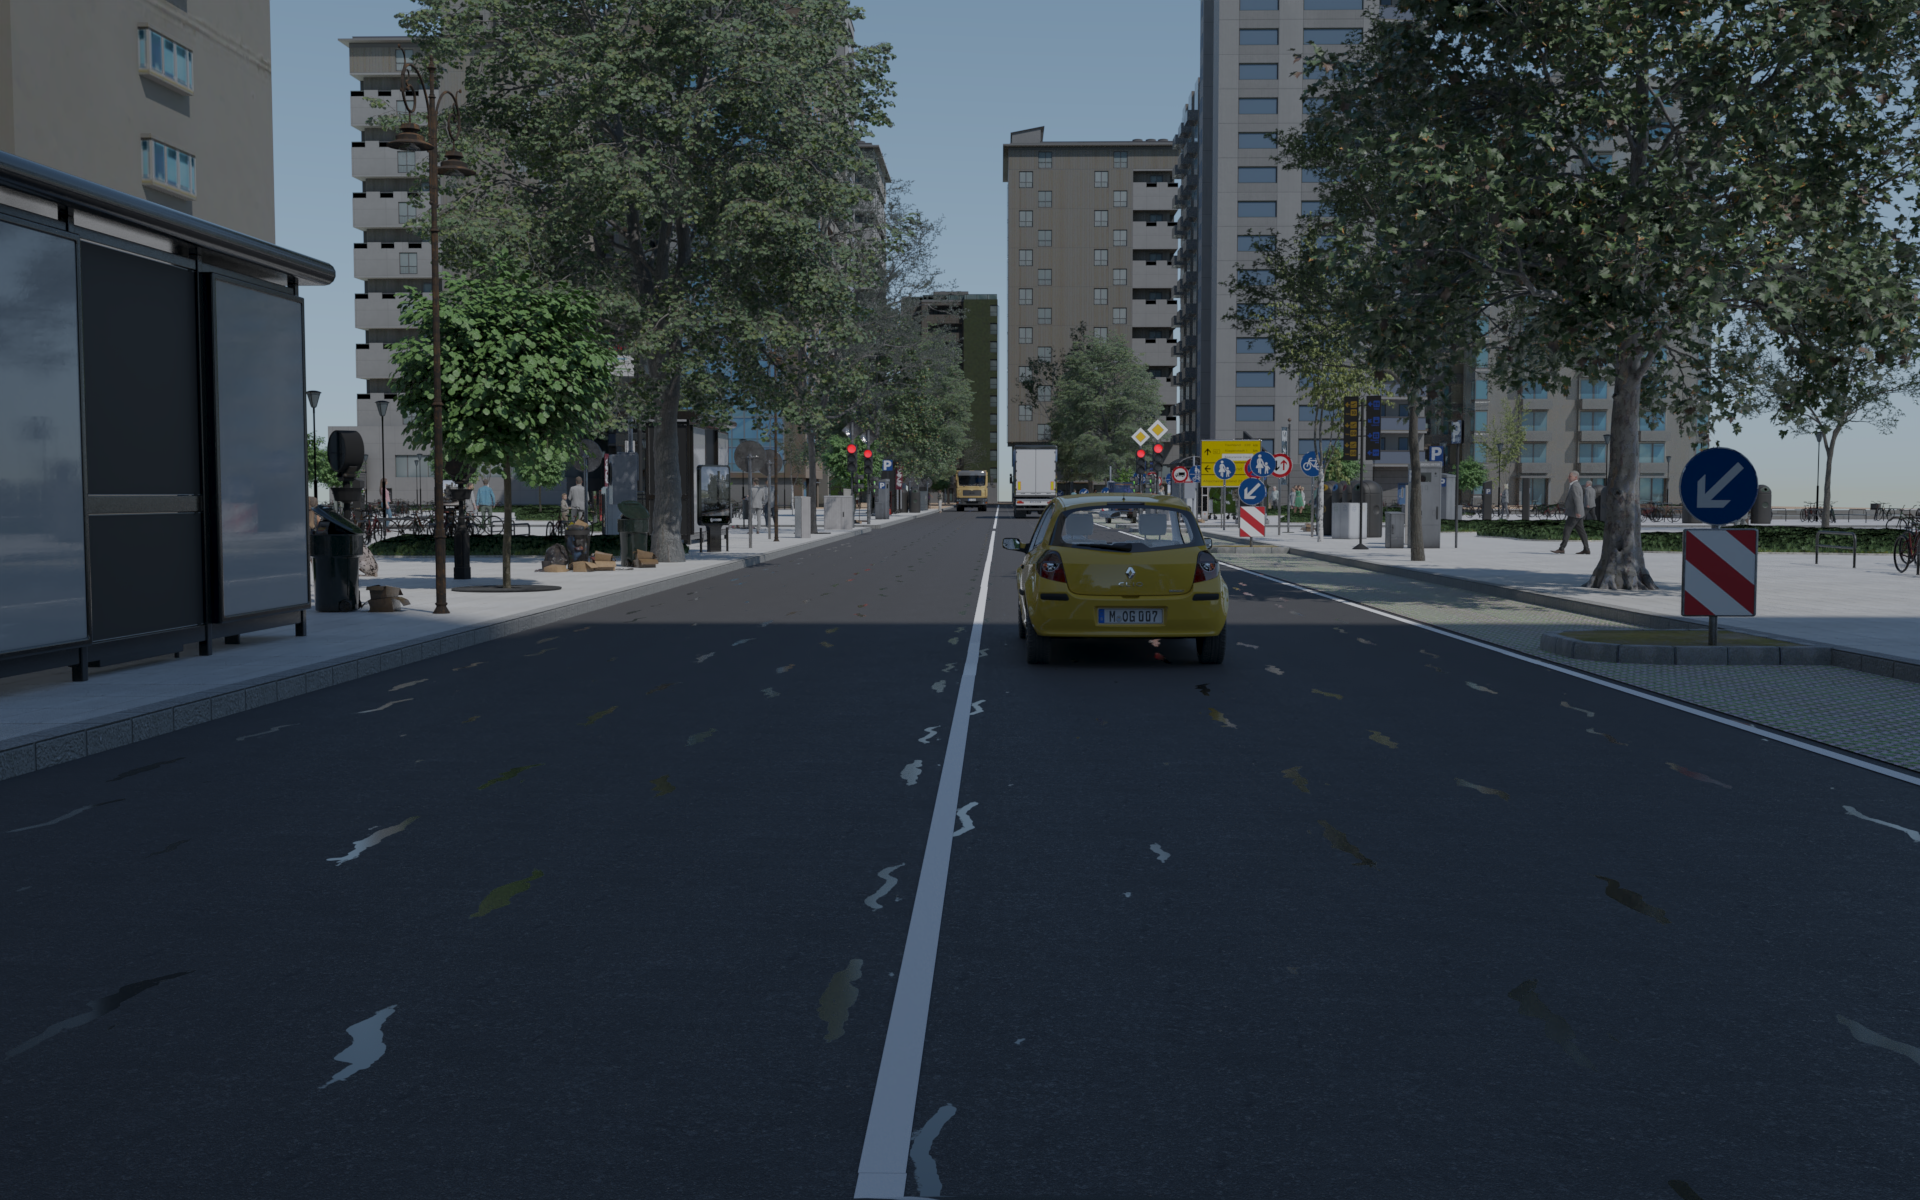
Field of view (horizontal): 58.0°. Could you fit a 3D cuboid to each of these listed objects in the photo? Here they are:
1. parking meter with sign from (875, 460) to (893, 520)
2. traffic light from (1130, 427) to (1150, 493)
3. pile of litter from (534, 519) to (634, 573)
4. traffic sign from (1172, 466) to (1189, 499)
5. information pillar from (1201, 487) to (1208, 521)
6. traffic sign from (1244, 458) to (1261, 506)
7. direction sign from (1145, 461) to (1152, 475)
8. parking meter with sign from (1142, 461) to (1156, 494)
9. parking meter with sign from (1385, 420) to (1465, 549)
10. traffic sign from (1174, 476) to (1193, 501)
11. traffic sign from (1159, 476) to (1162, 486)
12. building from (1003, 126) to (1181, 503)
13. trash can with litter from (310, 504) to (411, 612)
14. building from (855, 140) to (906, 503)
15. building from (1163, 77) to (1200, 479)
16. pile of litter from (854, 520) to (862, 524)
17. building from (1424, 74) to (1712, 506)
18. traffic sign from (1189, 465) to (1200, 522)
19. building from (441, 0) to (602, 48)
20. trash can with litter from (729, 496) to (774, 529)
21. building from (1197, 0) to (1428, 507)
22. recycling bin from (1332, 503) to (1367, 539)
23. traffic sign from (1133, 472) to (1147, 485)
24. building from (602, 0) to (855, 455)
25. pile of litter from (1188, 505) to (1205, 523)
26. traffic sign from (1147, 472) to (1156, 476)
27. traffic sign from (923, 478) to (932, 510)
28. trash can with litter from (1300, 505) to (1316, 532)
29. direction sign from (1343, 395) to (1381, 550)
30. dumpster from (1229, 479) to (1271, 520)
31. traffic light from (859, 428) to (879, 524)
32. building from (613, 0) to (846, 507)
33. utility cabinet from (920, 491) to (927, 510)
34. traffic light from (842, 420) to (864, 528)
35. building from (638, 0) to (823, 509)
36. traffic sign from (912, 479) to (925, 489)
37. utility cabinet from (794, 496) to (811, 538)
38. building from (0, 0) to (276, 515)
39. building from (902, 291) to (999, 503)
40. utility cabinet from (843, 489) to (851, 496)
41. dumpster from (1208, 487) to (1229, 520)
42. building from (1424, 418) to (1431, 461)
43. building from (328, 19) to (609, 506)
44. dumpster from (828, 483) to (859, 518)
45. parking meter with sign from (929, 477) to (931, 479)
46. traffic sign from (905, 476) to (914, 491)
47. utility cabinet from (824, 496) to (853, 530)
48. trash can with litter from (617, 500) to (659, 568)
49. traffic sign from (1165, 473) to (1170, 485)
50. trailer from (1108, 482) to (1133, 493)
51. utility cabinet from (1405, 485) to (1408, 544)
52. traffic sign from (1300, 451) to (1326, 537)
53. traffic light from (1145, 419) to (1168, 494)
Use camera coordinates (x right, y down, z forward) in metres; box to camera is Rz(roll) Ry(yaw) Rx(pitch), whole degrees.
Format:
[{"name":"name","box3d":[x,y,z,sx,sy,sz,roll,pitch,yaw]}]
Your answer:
[{"name":"parking meter with sign","box3d":[-3.880,-5.590,87.649,0.543,3.016,1.738,1,4,13]},{"name":"traffic light","box3d":[7.597,-5.153,73.172,0.839,4.253,0.868,0,4,1]},{"name":"pile of litter","box3d":[-6.257,-0.915,28.924,1.719,0.858,1.176,-1,4,-18]},{"name":"traffic sign","box3d":[9.982,-4.801,78.607,0.768,2.556,0.104,0,4,2]},{"name":"information pillar","box3d":[11.636,-4.762,82.349,0.304,2.012,0.304,0,4,4]},{"name":"traffic sign","box3d":[10.193,-3.654,59.843,0.768,2.556,0.104,0,4,7]},{"name":"direction sign","box3d":[12.693,-7.645,116.998,0.876,3.537,0.379,0,4,-2]},{"name":"parking meter with sign","box3d":[10.182,-5.823,91.474,1.738,3.016,0.543,-3,5,-42]},{"name":"parking meter with sign","box3d":[10.949,-2.729,40.888,1.738,3.016,0.543,0,4,-8]},{"name":"traffic sign","box3d":[10.561,-4.999,81.737,0.884,2.594,0.081,1,4,10]},{"name":"traffic sign","box3d":[13.468,-7.253,118.688,0.768,2.556,0.104,1,4,11]},{"name":"building","box3d":[20.035,-40.780,255.985,27.495,52.752,28.713,0,4,1]},{"name":"trash can with litter","box3d":[-6.578,-0.464,18.966,1.055,1.170,0.624,0,4,-3]},{"name":"building","box3d":[-22.522,-40.858,257.274,27.495,52.752,28.713,0,4,1]},{"name":"building","box3d":[35.951,-35.314,196.999,23.786,49.044,30.456,0,4,1]},{"name":"pile of litter","box3d":[-4.951,-3.741,75.124,1.176,0.858,1.719,-2,4,-28]},{"name":"building","box3d":[69.828,-35.463,199.430,30.456,49.044,23.786,0,4,1]},{"name":"traffic sign","box3d":[10.427,-4.651,76.152,0.768,2.556,0.104,1,4,9]},{"name":"building","box3d":[-62.518,-49.836,253.069,20.611,71.187,20.563,0,4,1]},{"name":"trash can with litter","box3d":[-7.964,-3.252,64.232,1.678,1.210,2.233,-2,4,-28]},{"name":"building","box3d":[33.647,-38.231,167.083,21.231,58.520,28.212,0,4,1]},{"name":"recycling bin","box3d":[11.124,-2.258,49.476,0.722,1.027,0.722,-2,4,-33]},{"name":"traffic sign","box3d":[9.863,-5.805,95.014,0.768,2.556,0.104,1,4,9]},{"name":"building","box3d":[-26.646,-40.406,202.643,28.212,58.520,21.231,0,4,1]},{"name":"pile of litter","box3d":[10.338,-3.880,77.407,1.176,0.858,1.719,0,4,-4]},{"name":"traffic sign","box3d":[11.009,-6.054,99.095,0.768,2.556,0.104,0,4,4]},{"name":"traffic sign","box3d":[-2.543,-8.283,135.525,0.768,2.556,0.104,0,4,8]},{"name":"trash can with litter","box3d":[12.137,-2.900,58.806,1.055,1.170,0.624,-1,4,-13]},{"name":"direction sign","box3d":[9.282,-2.938,40.030,0.876,3.537,0.379,2,4,32]},{"name":"dumpster","box3d":[13.017,-4.573,77.266,1.502,2.255,1.985,0,4,1]},{"name":"traffic light","box3d":[-3.862,-5.168,73.423,0.839,4.253,0.868,0,4,1]},{"name":"building","box3d":[-23.014,-33.704,174.756,21.300,48.544,21.600,0,4,1]},{"name":"utility cabinet","box3d":[-3.140,-7.681,134.259,1.173,1.500,0.318,0,4,-8]},{"name":"traffic light","box3d":[-4.048,-4.680,65.440,0.839,4.253,0.868,0,4,1]},{"name":"building","box3d":[-20.150,-30.986,156.730,14.600,45.320,14.200,0,4,1]},{"name":"traffic sign","box3d":[-2.961,-7.536,123.220,0.884,2.594,0.081,0,4,3]},{"name":"utility cabinet","box3d":[-4.596,-2.415,50.644,0.306,1.237,1.020,-1,4,-16]},{"name":"building","box3d":[-33.108,-25.786,45.303,21.600,48.544,21.300,0,4,1]},{"name":"building","box3d":[-1.421,-29.245,249.854,14.107,30.474,14.160,0,4,1]},{"name":"utility cabinet","box3d":[-4.701,-3.937,73.052,0.318,1.500,1.173,0,4,1]},{"name":"dumpster","box3d":[13.077,-5.141,86.544,1.502,2.255,1.985,0,4,1]},{"name":"building","box3d":[64.814,-34.565,248.731,14.086,41.232,14.154,0,4,1]},{"name":"building","box3d":[-54.563,-37.383,200.444,27.495,52.752,28.713,0,4,1]},{"name":"dumpster","box3d":[-6.017,-5.319,89.454,1.502,2.255,1.985,0,4,1]},{"name":"parking meter with sign","box3d":[-3.342,-9.122,145.411,1.738,3.016,0.543,0,4,-1]},{"name":"traffic sign","box3d":[-3.577,-7.569,123.859,0.768,2.556,0.104,0,4,8]},{"name":"utility cabinet","box3d":[-4.389,-3.136,62.437,1.020,1.237,0.306,0,4,-1]},{"name":"trash can with litter","box3d":[-5.600,-1.165,30.441,0.624,1.170,1.055,-2,4,-35]},{"name":"traffic sign","box3d":[12.601,-6.295,103.025,0.768,2.556,0.104,1,4,8]},{"name":"trailer","box3d":[7.809,-4.757,84.833,1.471,1.999,3.904,0,4,0]},{"name":"utility cabinet","box3d":[11.583,-2.171,44.176,0.318,1.500,1.173,1,4,21]},{"name":"traffic sign","box3d":[10.461,-3.136,51.375,0.768,2.556,0.104,0,4,2]},{"name":"traffic light","box3d":[7.410,-4.665,65.190,0.839,4.253,0.868,0,4,1]}]
